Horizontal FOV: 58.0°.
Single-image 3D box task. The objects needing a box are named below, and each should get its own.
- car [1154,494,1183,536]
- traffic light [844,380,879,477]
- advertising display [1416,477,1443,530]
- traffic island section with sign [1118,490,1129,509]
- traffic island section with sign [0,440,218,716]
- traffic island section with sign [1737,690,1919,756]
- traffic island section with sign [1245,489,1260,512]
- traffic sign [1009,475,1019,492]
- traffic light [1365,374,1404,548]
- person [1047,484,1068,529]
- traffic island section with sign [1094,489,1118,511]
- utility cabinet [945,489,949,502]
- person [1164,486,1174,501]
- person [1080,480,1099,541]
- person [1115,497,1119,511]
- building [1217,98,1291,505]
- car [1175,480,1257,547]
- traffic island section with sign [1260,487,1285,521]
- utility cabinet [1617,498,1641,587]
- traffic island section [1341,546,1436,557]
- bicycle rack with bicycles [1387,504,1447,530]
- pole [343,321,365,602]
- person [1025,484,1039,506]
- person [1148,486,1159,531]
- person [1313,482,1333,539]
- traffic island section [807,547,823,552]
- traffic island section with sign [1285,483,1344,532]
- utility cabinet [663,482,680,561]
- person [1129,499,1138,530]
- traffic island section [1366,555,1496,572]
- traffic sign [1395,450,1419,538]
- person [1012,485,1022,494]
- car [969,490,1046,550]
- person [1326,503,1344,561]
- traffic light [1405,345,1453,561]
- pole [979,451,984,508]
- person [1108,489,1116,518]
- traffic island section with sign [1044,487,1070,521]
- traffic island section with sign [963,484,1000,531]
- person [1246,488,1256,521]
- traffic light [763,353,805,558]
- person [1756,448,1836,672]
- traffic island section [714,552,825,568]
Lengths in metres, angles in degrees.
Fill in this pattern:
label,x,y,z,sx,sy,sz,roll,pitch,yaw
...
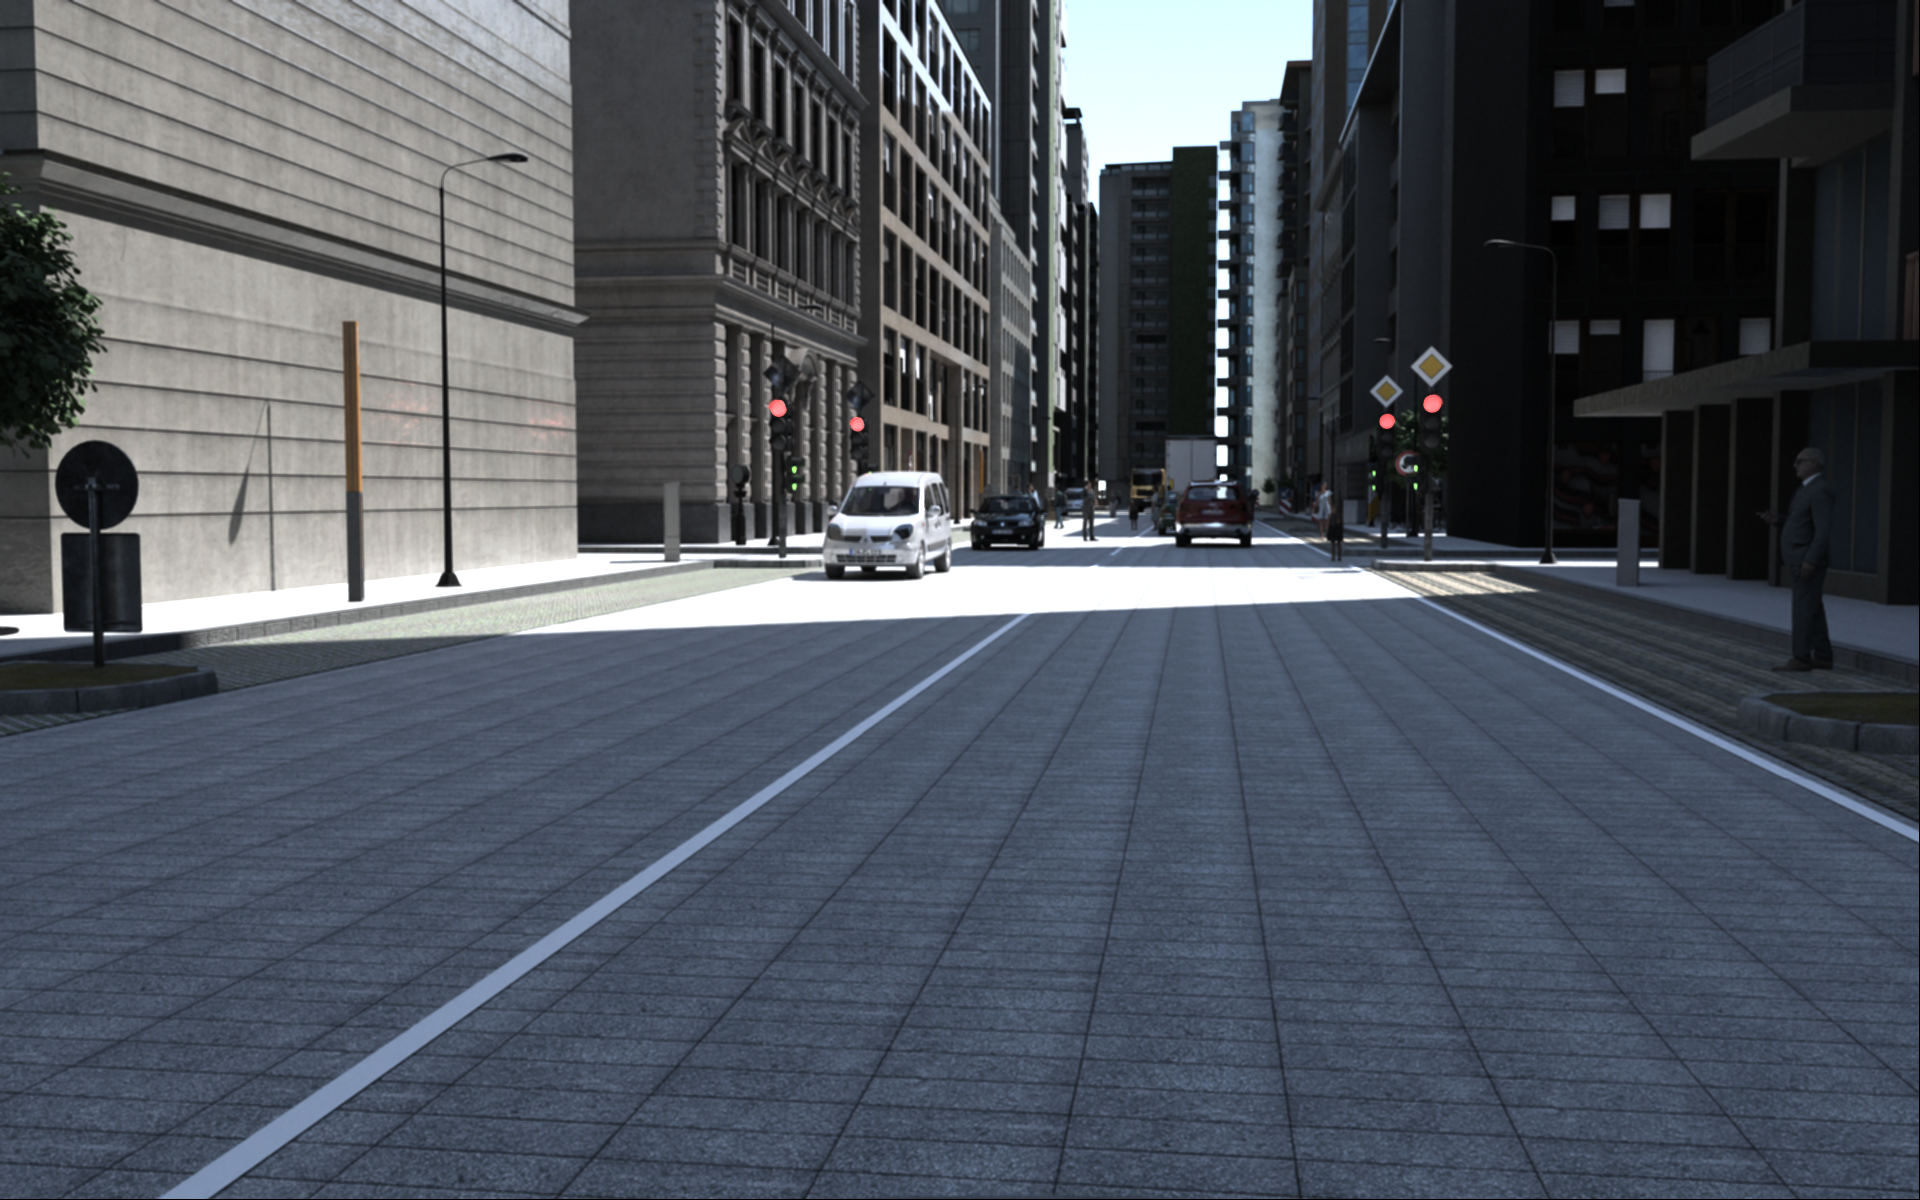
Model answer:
label,x,y,z,sx,sy,sz,roll,pitch,yaw
car,7.927,-3.023,61.216,2.131,1.459,4.920,0,4,6
traffic light,-2.443,-3.278,42.522,0.839,4.253,0.868,0,4,8
advertising display,16.649,-3.449,61.600,0.974,1.923,0.123,1,4,21
traffic island section with sign,15.698,-9.954,171.375,1.989,1.847,2.006,0,4,8
traffic island section with sign,-6.388,-0.212,12.094,1.989,1.847,2.006,0,4,8
traffic island section with sign,5.789,-0.098,10.228,1.989,1.847,2.006,0,4,8
traffic island section with sign,24.029,-8.143,141.760,1.989,1.847,2.006,0,4,8
traffic sign,2.948,-5.659,94.651,0.606,2.300,0.079,1,4,15
traffic light,10.002,-3.174,40.819,0.839,4.253,0.868,0,4,8
person,3.933,-3.761,69.980,0.713,1.824,0.794,3,5,39
traffic island section with sign,11.908,-8.281,144.018,1.989,1.847,2.006,0,4,8
utility cabinet,-0.932,-3.687,68.965,0.318,1.500,1.173,3,4,36
person,9.693,-4.368,79.940,0.660,1.820,0.620,-3,5,-44
person,3.971,-2.715,52.698,0.655,1.846,0.447,-3,5,-42
person,10.467,-6.313,116.393,0.352,1.250,0.332,-1,4,-15
building,46.319,-35.999,208.197,30.456,49.044,23.786,0,4,8
car,7.088,-2.413,48.128,2.281,1.827,5.304,1,4,10
traffic island section with sign,17.193,-5.121,92.357,1.989,1.847,2.006,0,4,8
utility cabinet,9.459,-0.814,24.469,0.306,1.237,1.020,1,4,22
traffic island section,10.040,-1.140,40.927,2.009,0.180,2.903,0,4,8
bicycle rack with bicycles,16.921,-3.058,63.373,2.925,0.926,2.852,-1,4,-18
pole,-7.201,-1.635,20.570,0.158,3.312,0.155,0,3,0
person,2.479,-3.106,59.551,0.793,1.790,0.793,1,4,15
person,7.570,-3.597,67.876,0.524,1.755,0.480,1,4,21
person,11.436,-2.813,54.582,0.616,1.811,0.778,2,4,23
traffic island section,-2.481,-1.247,42.662,2.009,0.180,2.903,0,4,8
traffic island section with sign,13.463,-3.482,65.554,1.989,1.847,2.006,0,4,8
utility cabinet,-5.513,-1.493,33.085,0.318,1.500,1.173,-1,4,-9
person,6.844,-3.369,68.249,0.362,1.253,0.373,1,4,10
traffic island section,8.943,-0.657,33.018,2.009,0.180,2.903,0,4,8
traffic sign,13.053,-3.078,50.424,0.768,2.556,0.104,1,4,11
person,2.407,-3.969,73.421,0.581,1.822,0.654,2,4,34
car,1.288,-2.187,45.542,2.009,1.686,4.222,0,4,6
person,7.999,-1.453,36.928,0.362,1.253,0.373,0,4,5
traffic light,8.905,-2.690,32.909,0.839,4.253,0.868,0,4,8
pole,1.009,-5.378,81.778,0.158,3.312,0.155,0,3,0
person,9.046,-5.723,102.617,0.519,1.759,0.362,-3,5,-42
traffic island section with sign,4.933,-5.204,93.718,1.989,1.847,2.006,0,4,8
traffic island section with sign,1.223,-3.569,66.989,1.989,1.847,2.006,0,4,8
person,15.484,-5.111,92.468,0.661,1.777,0.834,0,4,-7
traffic light,-3.540,-2.795,34.612,0.839,4.253,0.868,0,4,8
person,6.790,-0.328,14.036,0.590,1.801,0.661,1,4,14
traffic island section,-3.578,-0.763,34.752,2.009,0.180,2.903,0,4,8
